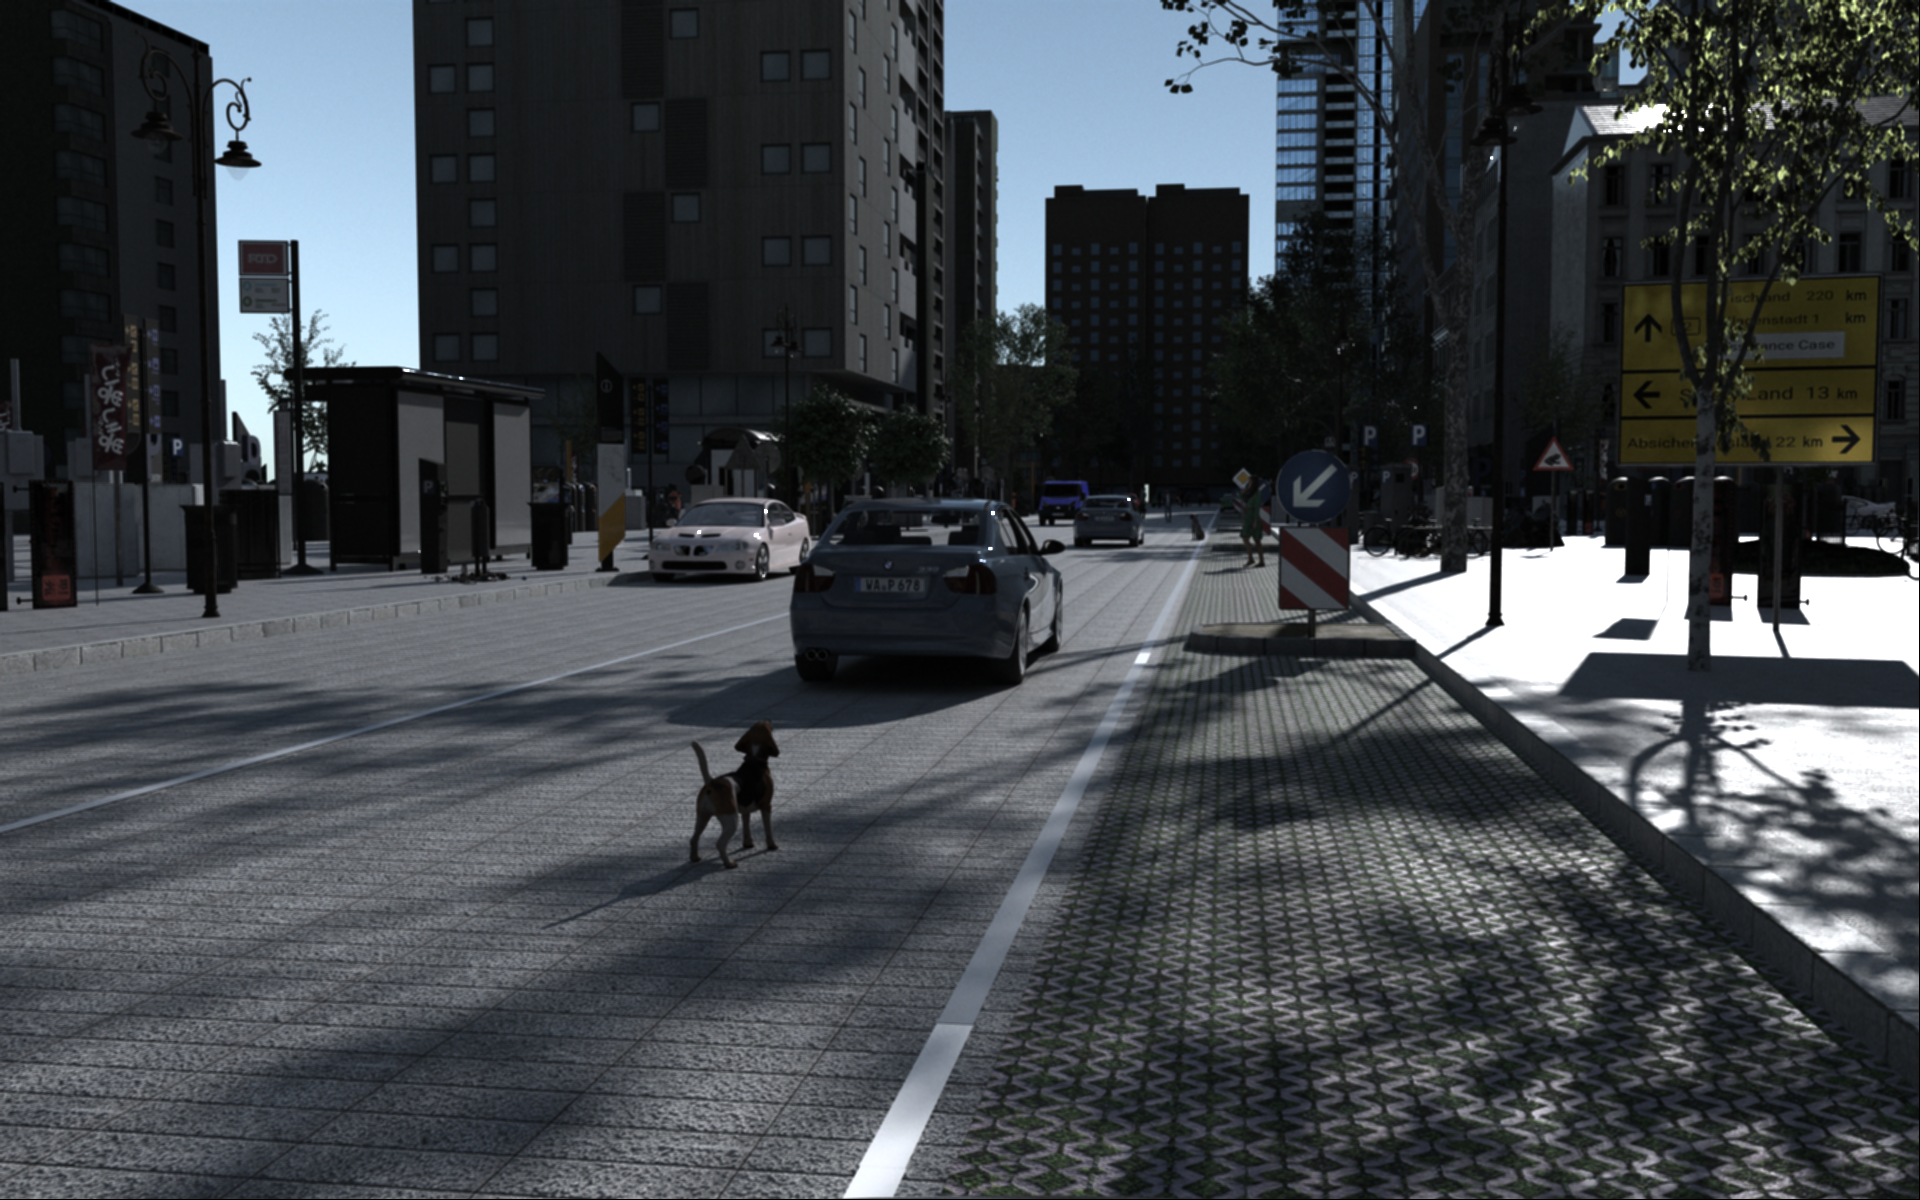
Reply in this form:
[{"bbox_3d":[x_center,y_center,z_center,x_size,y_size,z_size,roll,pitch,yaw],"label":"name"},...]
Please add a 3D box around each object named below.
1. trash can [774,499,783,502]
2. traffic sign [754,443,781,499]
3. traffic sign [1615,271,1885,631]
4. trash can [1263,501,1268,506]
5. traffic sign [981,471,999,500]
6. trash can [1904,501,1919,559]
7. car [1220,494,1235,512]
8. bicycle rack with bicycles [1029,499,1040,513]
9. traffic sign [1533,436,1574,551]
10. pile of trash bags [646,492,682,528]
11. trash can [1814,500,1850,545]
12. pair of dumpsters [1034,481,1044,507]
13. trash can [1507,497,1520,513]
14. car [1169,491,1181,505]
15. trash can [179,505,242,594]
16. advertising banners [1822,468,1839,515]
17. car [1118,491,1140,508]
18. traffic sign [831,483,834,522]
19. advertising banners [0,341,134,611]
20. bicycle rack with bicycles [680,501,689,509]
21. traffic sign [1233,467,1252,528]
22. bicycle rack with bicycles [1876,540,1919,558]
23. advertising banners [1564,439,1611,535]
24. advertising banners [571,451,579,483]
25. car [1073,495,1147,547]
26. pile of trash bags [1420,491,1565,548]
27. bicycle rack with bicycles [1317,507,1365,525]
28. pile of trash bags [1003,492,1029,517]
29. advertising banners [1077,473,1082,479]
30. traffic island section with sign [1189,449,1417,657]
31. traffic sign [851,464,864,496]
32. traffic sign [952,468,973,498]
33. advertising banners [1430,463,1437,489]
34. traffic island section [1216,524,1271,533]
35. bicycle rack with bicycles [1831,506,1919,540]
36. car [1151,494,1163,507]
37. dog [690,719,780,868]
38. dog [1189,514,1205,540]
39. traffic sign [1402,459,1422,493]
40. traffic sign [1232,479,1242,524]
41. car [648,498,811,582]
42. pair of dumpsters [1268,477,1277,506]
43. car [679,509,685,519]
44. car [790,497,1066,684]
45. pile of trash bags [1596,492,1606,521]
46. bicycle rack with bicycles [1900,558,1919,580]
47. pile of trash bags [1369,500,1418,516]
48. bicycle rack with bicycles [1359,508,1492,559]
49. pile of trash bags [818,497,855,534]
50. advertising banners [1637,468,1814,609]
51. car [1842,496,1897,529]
[{"bbox_3d":[-5.091,-2.120,46.320,0.748,1.137,0.748,0,3,0],"label":"trash can"},{"bbox_3d":[-4.821,-2.627,43.055,0.768,2.556,0.104,1,4,18],"label":"traffic sign"},{"bbox_3d":[7.358,-1.369,16.261,2.265,3.308,0.079,1,4,18],"label":"traffic sign"},{"bbox_3d":[19.070,-5.846,107.235,0.748,1.137,0.748,0,3,0],"label":"trash can"},{"bbox_3d":[1.302,-4.366,75.033,0.795,2.450,0.064,1,4,9],"label":"traffic sign"},{"bbox_3d":[19.170,-1.394,34.438,0.748,1.137,0.748,0,3,0],"label":"trash can"},{"bbox_3d":[21.477,-7.824,136.716,1.959,1.807,4.718,1,4,9],"label":"car"},{"bbox_3d":[6.901,-7.655,138.538,2.925,0.926,2.852,3,4,38],"label":"bicycle rack with bicycles"},{"bbox_3d":[13.293,-2.375,38.841,0.884,2.594,0.081,1,4,14],"label":"traffic sign"},{"bbox_3d":[-11.463,-3.449,66.140,1.912,1.369,3.447,1,4,13],"label":"pile of trash bags"},{"bbox_3d":[20.041,-1.724,39.841,0.748,1.137,0.748,0,3,0],"label":"trash can"},{"bbox_3d":[5.433,-7.524,125.518,1.574,2.255,4.437,1,4,9],"label":"pair of dumpsters"},{"bbox_3d":[27.830,-4.605,86.947,0.748,1.137,0.748,0,3,0],"label":"trash can"},{"bbox_3d":[27.357,-13.044,221.941,2.281,1.827,5.304,1,4,11],"label":"car"},{"bbox_3d":[-9.690,-0.658,22.417,0.748,1.137,0.748,0,3,0],"label":"trash can"},{"bbox_3d":[23.457,-3.180,48.185,2.074,3.025,0.090,1,4,12],"label":"advertising banners"},{"bbox_3d":[11.592,-6.817,120.498,2.155,1.783,4.494,0,4,8],"label":"car"},{"bbox_3d":[-3.864,-3.201,52.436,0.768,2.556,0.104,1,4,12],"label":"traffic sign"},{"bbox_3d":[-10.214,-1.420,19.400,0.090,3.025,2.074,2,4,35],"label":"advertising banners"},{"bbox_3d":[-13.159,-4.567,88.045,2.852,0.926,2.925,3,4,39],"label":"bicycle rack with bicycles"},{"bbox_3d":[10.706,-3.783,65.495,0.795,2.450,0.064,1,4,9],"label":"traffic sign"},{"bbox_3d":[21.292,-1.413,36.479,2.852,0.926,2.925,-3,5,-41],"label":"bicycle rack with bicycles"},{"bbox_3d":[19.759,-3.565,54.479,2.074,3.025,0.090,-2,4,-31],"label":"advertising banners"},{"bbox_3d":[-14.888,-4.484,69.504,2.074,3.025,0.090,2,4,27],"label":"advertising banners"},{"bbox_3d":[4.162,-2.208,48.106,2.014,1.417,4.499,1,4,9],"label":"car"},{"bbox_3d":[13.435,-2.048,43.235,1.912,1.369,3.447,-1,4,-23],"label":"pile of trash bags"},{"bbox_3d":[11.299,-2.176,48.955,2.925,0.926,2.852,0,4,-5],"label":"bicycle rack with bicycles"},{"bbox_3d":[2.947,-5.353,97.275,1.912,1.369,3.447,0,4,1],"label":"pile of trash bags"},{"bbox_3d":[9.403,-9.095,144.893,0.090,3.025,2.074,-3,5,-43],"label":"advertising banners"},{"bbox_3d":[3.156,-0.462,16.182,1.989,1.847,2.006,1,4,9],"label":"traffic island section with sign"},{"bbox_3d":[-4.133,-4.119,67.444,0.768,2.556,0.104,1,4,14],"label":"traffic sign"},{"bbox_3d":[0.089,-3.884,67.141,0.795,2.450,0.064,1,4,9],"label":"traffic sign"},{"bbox_3d":[27.039,-6.151,96.762,0.090,3.025,2.074,-2,4,-32],"label":"advertising banners"},{"bbox_3d":[10.731,-2.648,65.569,2.009,0.180,2.903,1,4,9],"label":"traffic island section"},{"bbox_3d":[28.152,-2.405,52.709,2.925,0.926,2.852,-1,4,-16],"label":"bicycle rack with bicycles"},{"bbox_3d":[21.887,-11.030,189.138,1.959,1.807,4.718,1,4,10],"label":"car"},{"bbox_3d":[-0.893,0.761,6.851,0.406,0.507,0.540,-1,4,-17],"label":"dog"},{"bbox_3d":[7.353,-2.260,53.792,0.513,0.831,0.800,1,4,8],"label":"dog"},{"bbox_3d":[16.246,-3.815,62.476,0.768,2.556,0.104,1,4,17],"label":"traffic sign"},{"bbox_3d":[11.919,-4.266,73.388,0.795,2.450,0.064,1,4,9],"label":"traffic sign"},{"bbox_3d":[-3.883,-1.071,29.867,2.083,1.381,4.827,1,4,9],"label":"car"},{"bbox_3d":[19.095,-6.180,103.540,1.574,2.255,4.437,1,4,9],"label":"pair of dumpsters"},{"bbox_3d":[-9.763,-3.724,73.243,4.827,1.381,2.083,1,4,10],"label":"car"},{"bbox_3d":[-0.173,-0.149,14.436,2.014,1.417,4.499,1,4,9],"label":"car"},{"bbox_3d":[31.710,-4.415,81.940,1.912,1.369,3.447,-3,5,-40],"label":"pile of trash bags"},{"bbox_3d":[15.470,-0.698,24.793,2.852,0.926,2.925,-1,4,-9],"label":"bicycle rack with bicycles"},{"bbox_3d":[14.566,-2.927,57.604,1.912,1.369,3.447,0,4,2],"label":"pile of trash bags"},{"bbox_3d":[9.699,-1.334,35.201,2.925,0.926,2.852,0,4,8],"label":"bicycle rack with bicycles"},{"bbox_3d":[-4.227,-2.837,56.133,1.912,1.369,3.447,1,4,16],"label":"pile of trash bags"},{"bbox_3d":[8.685,-1.450,19.903,2.074,3.025,0.090,3,5,43],"label":"advertising banners"},{"bbox_3d":[33.399,-3.326,66.746,4.827,1.381,2.083,1,4,10],"label":"car"}]
